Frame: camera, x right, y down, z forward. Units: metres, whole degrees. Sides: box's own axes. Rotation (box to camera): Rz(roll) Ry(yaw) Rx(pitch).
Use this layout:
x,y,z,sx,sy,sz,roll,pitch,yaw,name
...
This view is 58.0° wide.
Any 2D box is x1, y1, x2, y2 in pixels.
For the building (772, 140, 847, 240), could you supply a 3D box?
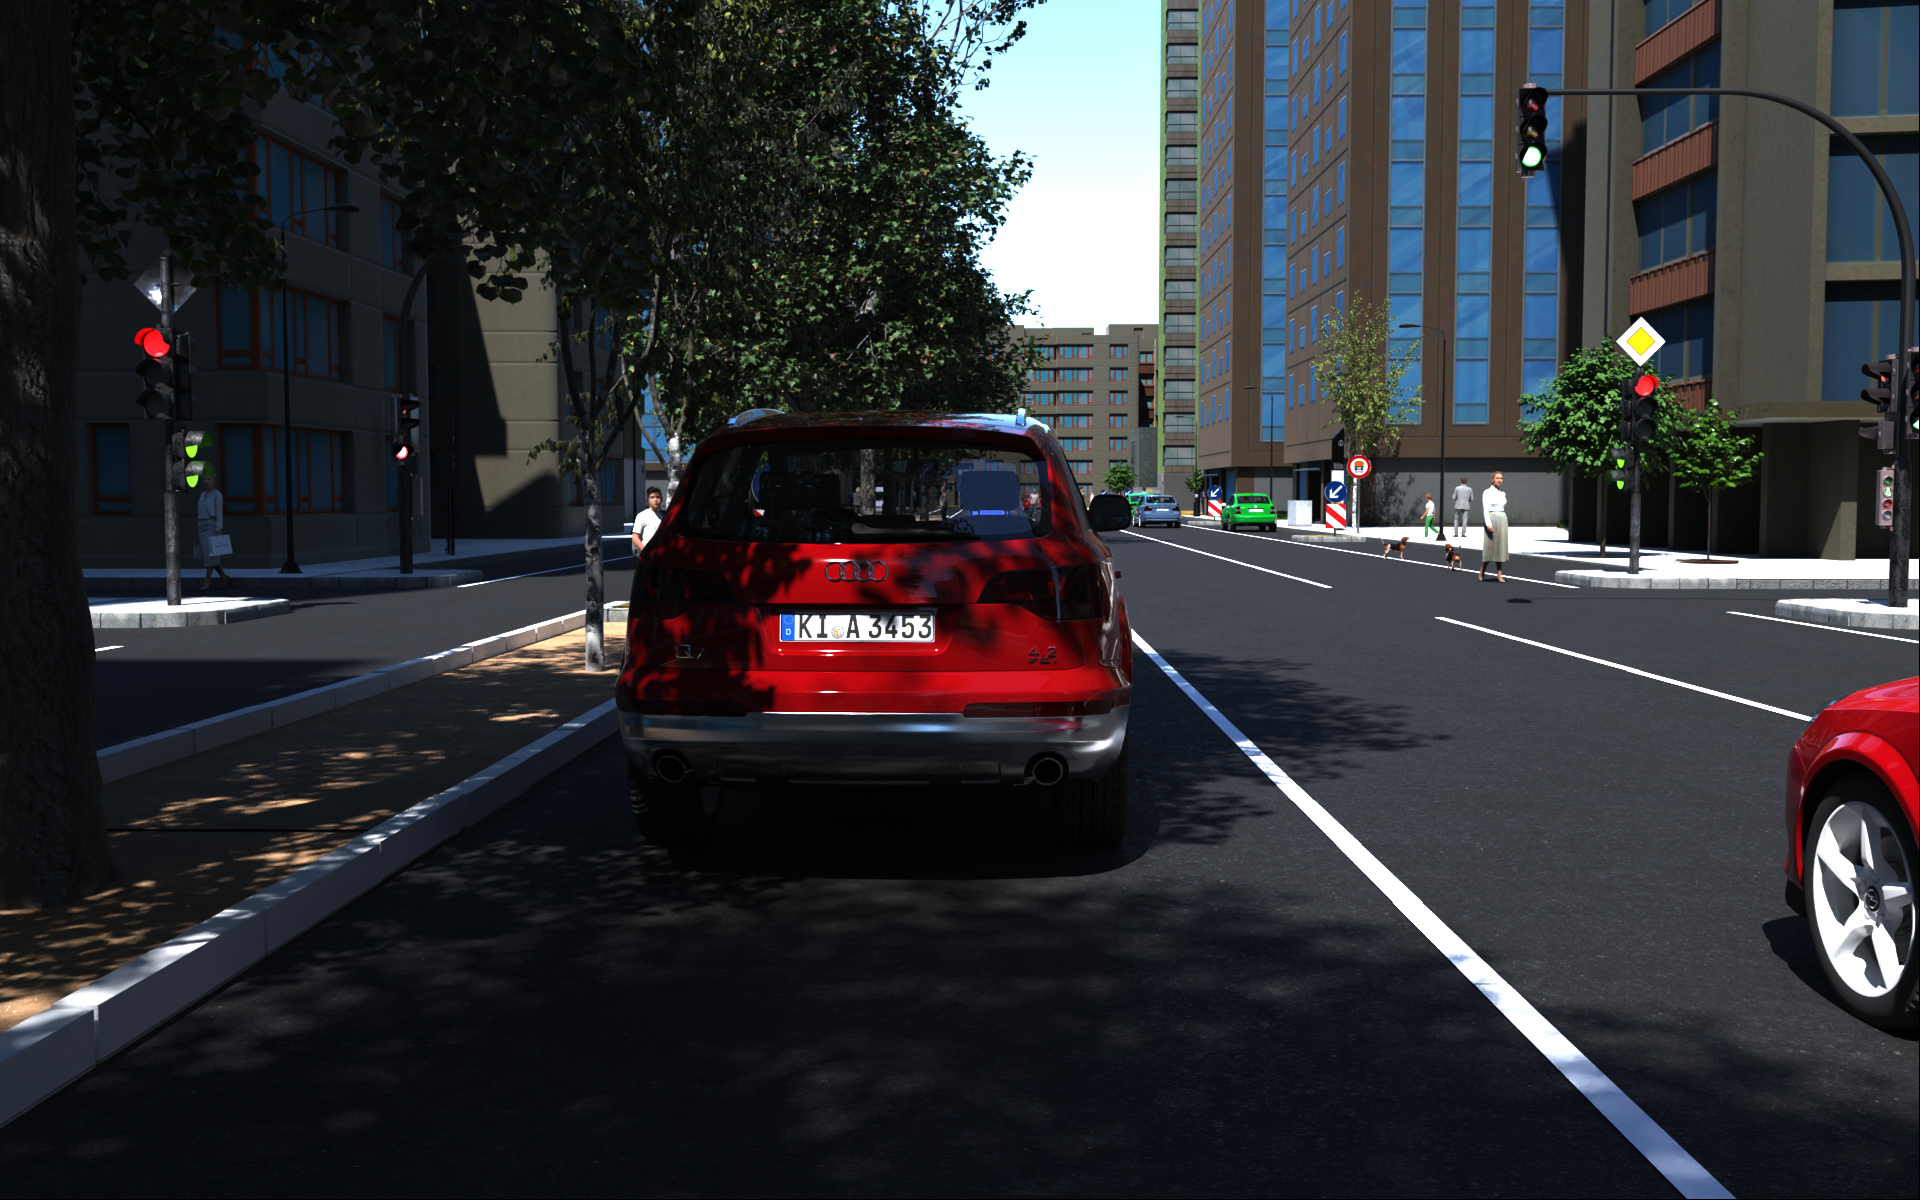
x,y,z,sx,sy,sz,roll,pitch,yaw,name
-21.698,-33.161,165.880,21.600,48.544,21.300,0,4,1,building

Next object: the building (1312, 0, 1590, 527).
x,y,z,sx,sy,sz,roll,pitch,yaw,name
21.955,-25.847,72.710,14.600,45.320,14.200,0,4,1,building

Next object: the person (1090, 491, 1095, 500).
x,y,z,sx,sy,sz,roll,pitch,yaw,name
13.331,-10.086,174.070,0.551,1.740,0.621,3,5,40,person

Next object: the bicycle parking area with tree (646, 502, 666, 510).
x,y,z,sx,sy,sz,roll,pitch,yaw,name
-20.452,-6.725,96.961,8.231,4.147,9.016,-3,4,-36,bicycle parking area with tree

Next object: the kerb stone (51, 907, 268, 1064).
x,y,z,sx,sy,sz,roll,pitch,yaw,name
-2.214,1.061,4.849,0.120,0.150,1.000,0,4,1,kerb stone

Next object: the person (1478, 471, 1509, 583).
x,y,z,sx,sy,sz,roll,pitch,yaw,name
8.654,-1.188,28.147,0.478,1.798,0.641,-1,4,-12,person

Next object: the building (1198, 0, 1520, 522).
x,y,z,sx,sy,sz,roll,pitch,yaw,name
20.974,-27.203,94.887,14.600,45.320,14.200,0,4,1,building

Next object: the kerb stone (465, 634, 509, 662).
x,y,z,sx,sy,sz,roll,pitch,yaw,name
-4.152,0.435,15.088,0.120,0.150,1.000,0,4,1,kerb stone

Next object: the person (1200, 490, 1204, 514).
x,y,z,sx,sy,sz,roll,pitch,yaw,name
15.237,-6.194,107.760,0.683,1.767,0.568,1,4,10,person

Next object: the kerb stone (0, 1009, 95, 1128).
x,y,z,sx,sy,sz,roll,pitch,yaw,name
-2.228,1.126,3.826,0.120,0.150,1.000,0,4,1,kerb stone

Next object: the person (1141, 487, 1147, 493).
x,y,z,sx,sy,sz,roll,pitch,yaw,name
10.224,-5.362,96.181,0.660,1.820,0.620,-1,4,-23,person

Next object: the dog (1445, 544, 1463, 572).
x,y,z,sx,sy,sz,roll,pitch,yaw,name
9.160,-0.789,32.185,0.406,0.507,0.540,-3,5,-44,dog

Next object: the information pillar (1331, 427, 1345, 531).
x,y,z,sx,sy,sz,roll,pitch,yaw,name
13.262,-4.246,60.774,0.504,3.616,0.183,-2,4,-25,information pillar

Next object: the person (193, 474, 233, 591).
x,y,z,sx,sy,sz,roll,pitch,yaw,name
-11.151,-1.042,25.895,0.694,1.780,0.624,3,5,43,person

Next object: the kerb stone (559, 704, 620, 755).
x,y,z,sx,sy,sz,roll,pitch,yaw,name
-2.137,0.748,9.969,0.120,0.150,1.000,0,4,1,kerb stone

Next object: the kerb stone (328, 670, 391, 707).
x,y,z,sx,sy,sz,roll,pitch,yaw,name
-4.200,0.631,12.018,0.120,0.150,1.000,0,4,1,kerb stone

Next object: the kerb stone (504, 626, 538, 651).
x,y,z,sx,sy,sz,roll,pitch,yaw,name
-4.138,0.374,16.119,0.120,0.150,1.000,0,4,1,kerb stone

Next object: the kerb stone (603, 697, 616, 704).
x,y,z,sx,sy,sz,roll,pitch,yaw,name
-2.118,0.685,10.991,0.120,0.150,1.000,0,4,1,kerb stone

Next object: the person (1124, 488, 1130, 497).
x,y,z,sx,sy,sz,roll,pitch,yaw,name
14.933,-8.978,152.931,1.348,1.812,0.705,-3,5,-41,person

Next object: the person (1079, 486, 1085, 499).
x,y,z,sx,sy,sz,roll,pitch,yaw,name
5.784,-4.523,82.692,0.529,1.795,0.600,2,4,24,person

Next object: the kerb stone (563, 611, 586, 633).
x,y,z,sx,sy,sz,roll,pitch,yaw,name
-4.102,0.246,18.174,0.120,0.150,1.000,0,4,1,kerb stone

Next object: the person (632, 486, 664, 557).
x,y,z,sx,sy,sz,roll,pitch,yaw,name
-3.042,-0.382,17.346,0.523,1.515,0.503,0,4,1,person

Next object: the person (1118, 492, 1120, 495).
x,y,z,sx,sy,sz,roll,pitch,yaw,name
16.045,-10.346,175.982,0.721,1.735,1.217,0,4,6,person

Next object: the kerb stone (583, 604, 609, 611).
x,y,z,sx,sy,sz,roll,pitch,yaw,name
-4.086,0.183,19.196,0.120,0.150,1.000,0,4,1,kerb stone

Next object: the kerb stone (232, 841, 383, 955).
x,y,z,sx,sy,sz,roll,pitch,yaw,name
-2.200,1.001,5.871,0.120,0.150,1.000,0,4,1,kerb stone

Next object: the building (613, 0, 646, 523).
x,y,z,sx,sy,sz,roll,pitch,yaw,name
-21.948,-18.493,74.055,14.160,30.474,14.107,0,4,1,building

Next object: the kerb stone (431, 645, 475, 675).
x,y,z,sx,sy,sz,roll,pitch,yaw,name
-4.170,0.507,14.062,0.120,0.150,1.000,0,4,1,kerb stone

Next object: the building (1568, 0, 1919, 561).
x,y,z,sx,sy,sz,roll,pitch,yaw,name
29.641,-23.655,41.381,28.867,44.769,22.147,0,4,1,building

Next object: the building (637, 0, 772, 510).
x,y,z,sx,sy,sz,roll,pitch,yaw,name
-19.716,-28.110,109.713,14.600,45.320,14.200,0,4,1,building

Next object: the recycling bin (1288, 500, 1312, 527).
x,y,z,sx,sy,sz,roll,pitch,yaw,name
13.429,-3.418,68.436,0.722,1.027,0.722,-1,4,-21,recycling bin

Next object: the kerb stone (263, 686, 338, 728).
x,y,z,sx,sy,sz,roll,pitch,yaw,name
-4.215,0.690,10.996,0.120,0.150,1.000,0,4,1,kerb stone

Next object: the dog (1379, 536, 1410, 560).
x,y,z,sx,sy,sz,roll,pitch,yaw,name
9.528,-1.144,37.996,0.540,0.507,0.406,-2,4,-29,dog

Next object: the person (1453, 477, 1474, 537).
x,y,z,sx,sy,sz,roll,pitch,yaw,name
14.953,-2.773,51.586,0.606,1.804,0.583,0,4,3,person

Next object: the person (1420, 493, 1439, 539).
x,y,z,sx,sy,sz,roll,pitch,yaw,name
13.404,-2.384,49.264,0.590,1.304,0.306,1,4,23,person

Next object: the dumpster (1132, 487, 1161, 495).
x,y,z,sx,sy,sz,roll,pitch,yaw,name
11.892,-6.257,110.523,1.865,1.857,1.264,0,4,3,dumpster

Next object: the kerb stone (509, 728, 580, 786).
x,y,z,sx,sy,sz,roll,pitch,yaw,name
-2.153,0.814,8.938,0.120,0.150,1.000,0,4,1,kerb stone

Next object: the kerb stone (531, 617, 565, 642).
x,y,z,sx,sy,sz,roll,pitch,yaw,name
-4.118,0.309,17.148,0.120,0.150,1.000,0,4,1,kerb stone

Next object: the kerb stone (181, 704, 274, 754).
x,y,z,sx,sy,sz,roll,pitch,yaw,name
-4.233,0.747,9.974,0.120,0.150,1.000,0,4,1,kerb stone

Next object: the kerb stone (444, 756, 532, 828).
x,y,z,sx,sy,sz,roll,pitch,yaw,name
-2.162,0.875,7.916,0.120,0.150,1.000,0,4,1,kerb stone

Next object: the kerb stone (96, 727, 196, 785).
x,y,z,sx,sy,sz,roll,pitch,yaw,name
-4.252,0.811,8.952,0.120,0.150,1.000,0,4,1,kerb stone

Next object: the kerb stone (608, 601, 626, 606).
x,y,z,sx,sy,sz,roll,pitch,yaw,name
-4.064,0.121,20.222,0.120,0.150,1.000,0,4,1,kerb stone

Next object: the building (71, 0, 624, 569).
x,y,z,sx,sy,sz,roll,pitch,yaw,name
-25.406,-12.150,43.697,27.650,21.520,28.899,0,4,1,building

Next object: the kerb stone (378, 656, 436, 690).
x,y,z,sx,sy,sz,roll,pitch,yaw,name
-4.185,0.560,13.040,0.120,0.150,1.000,0,4,1,kerb stone

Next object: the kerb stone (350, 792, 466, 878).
x,y,z,sx,sy,sz,roll,pitch,yaw,name
-2.190,0.936,6.894,0.120,0.150,1.000,0,4,1,kerb stone
